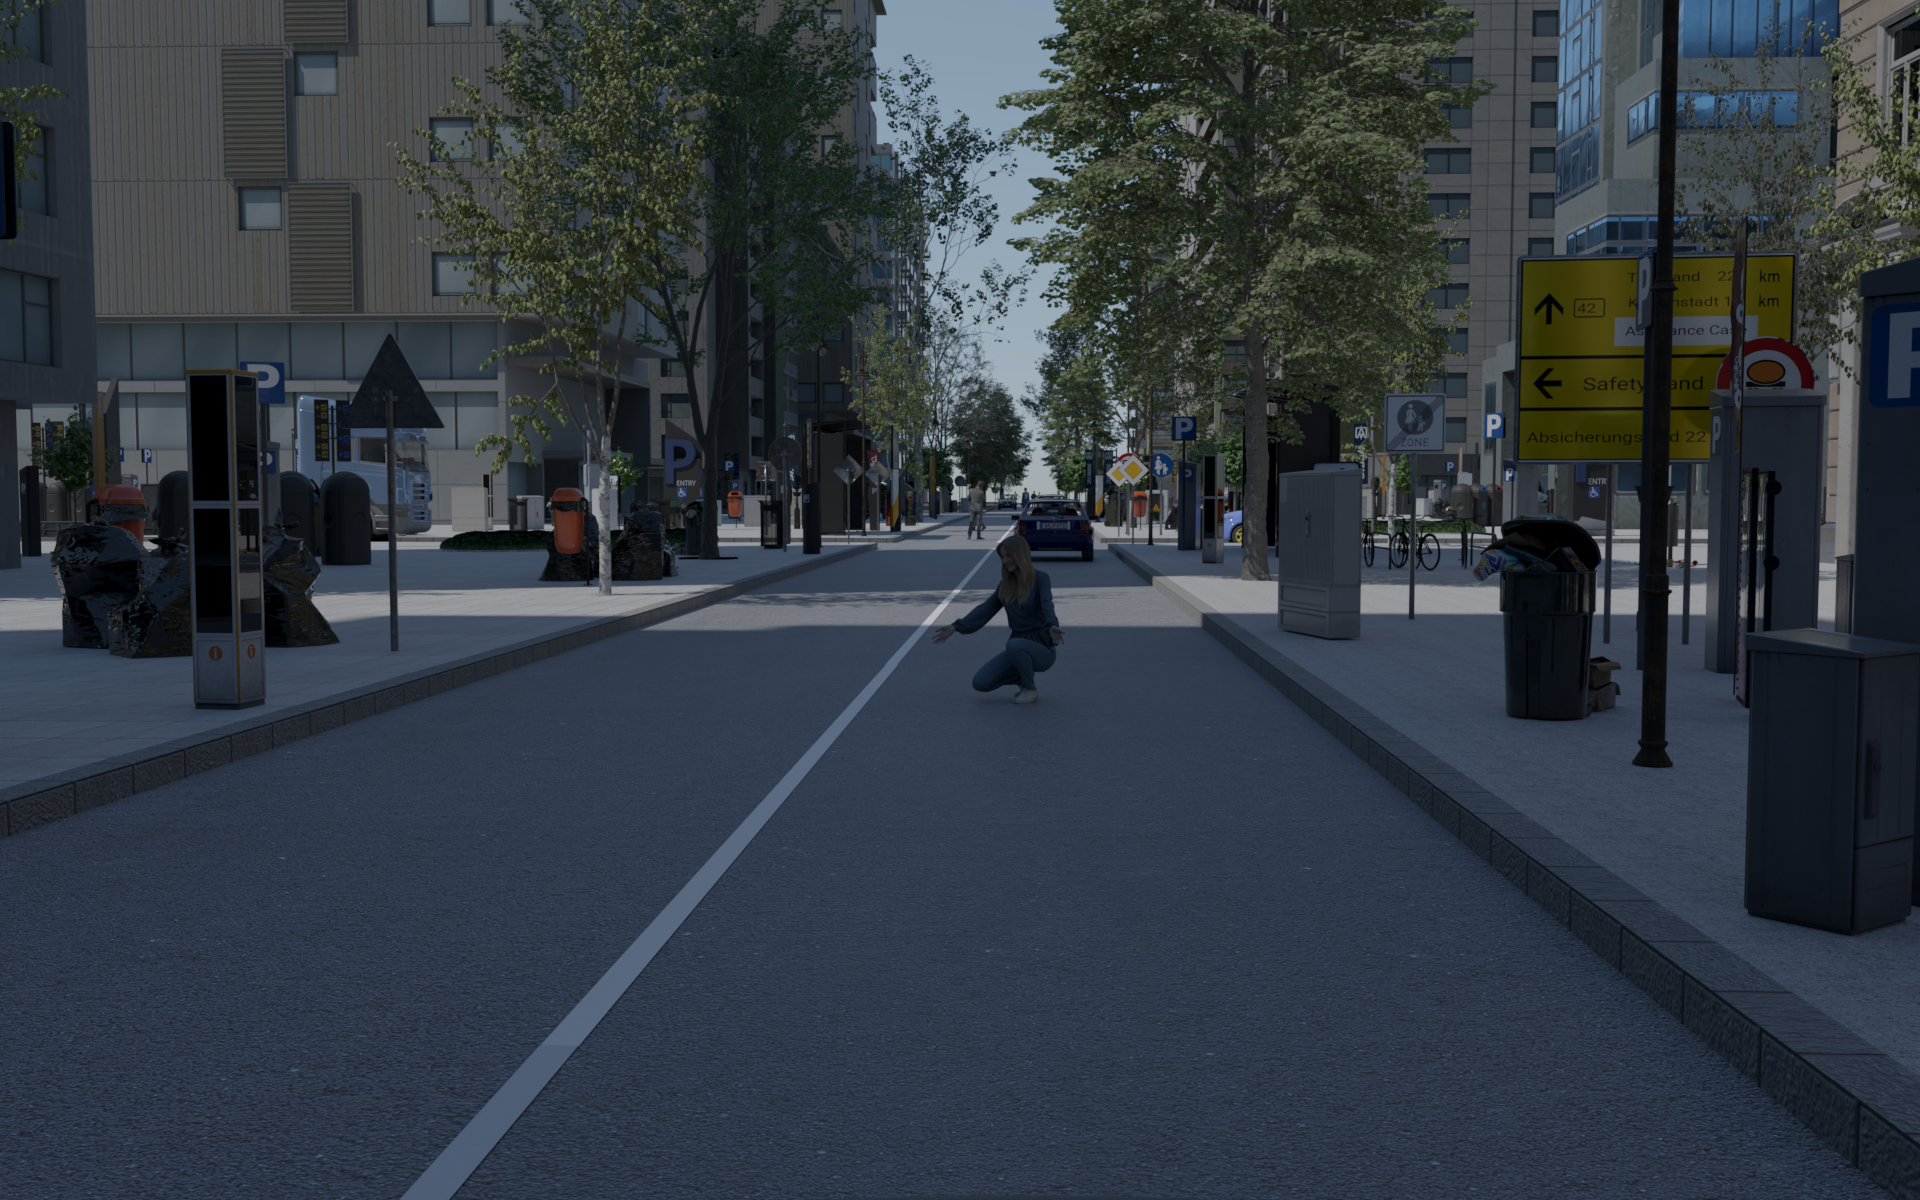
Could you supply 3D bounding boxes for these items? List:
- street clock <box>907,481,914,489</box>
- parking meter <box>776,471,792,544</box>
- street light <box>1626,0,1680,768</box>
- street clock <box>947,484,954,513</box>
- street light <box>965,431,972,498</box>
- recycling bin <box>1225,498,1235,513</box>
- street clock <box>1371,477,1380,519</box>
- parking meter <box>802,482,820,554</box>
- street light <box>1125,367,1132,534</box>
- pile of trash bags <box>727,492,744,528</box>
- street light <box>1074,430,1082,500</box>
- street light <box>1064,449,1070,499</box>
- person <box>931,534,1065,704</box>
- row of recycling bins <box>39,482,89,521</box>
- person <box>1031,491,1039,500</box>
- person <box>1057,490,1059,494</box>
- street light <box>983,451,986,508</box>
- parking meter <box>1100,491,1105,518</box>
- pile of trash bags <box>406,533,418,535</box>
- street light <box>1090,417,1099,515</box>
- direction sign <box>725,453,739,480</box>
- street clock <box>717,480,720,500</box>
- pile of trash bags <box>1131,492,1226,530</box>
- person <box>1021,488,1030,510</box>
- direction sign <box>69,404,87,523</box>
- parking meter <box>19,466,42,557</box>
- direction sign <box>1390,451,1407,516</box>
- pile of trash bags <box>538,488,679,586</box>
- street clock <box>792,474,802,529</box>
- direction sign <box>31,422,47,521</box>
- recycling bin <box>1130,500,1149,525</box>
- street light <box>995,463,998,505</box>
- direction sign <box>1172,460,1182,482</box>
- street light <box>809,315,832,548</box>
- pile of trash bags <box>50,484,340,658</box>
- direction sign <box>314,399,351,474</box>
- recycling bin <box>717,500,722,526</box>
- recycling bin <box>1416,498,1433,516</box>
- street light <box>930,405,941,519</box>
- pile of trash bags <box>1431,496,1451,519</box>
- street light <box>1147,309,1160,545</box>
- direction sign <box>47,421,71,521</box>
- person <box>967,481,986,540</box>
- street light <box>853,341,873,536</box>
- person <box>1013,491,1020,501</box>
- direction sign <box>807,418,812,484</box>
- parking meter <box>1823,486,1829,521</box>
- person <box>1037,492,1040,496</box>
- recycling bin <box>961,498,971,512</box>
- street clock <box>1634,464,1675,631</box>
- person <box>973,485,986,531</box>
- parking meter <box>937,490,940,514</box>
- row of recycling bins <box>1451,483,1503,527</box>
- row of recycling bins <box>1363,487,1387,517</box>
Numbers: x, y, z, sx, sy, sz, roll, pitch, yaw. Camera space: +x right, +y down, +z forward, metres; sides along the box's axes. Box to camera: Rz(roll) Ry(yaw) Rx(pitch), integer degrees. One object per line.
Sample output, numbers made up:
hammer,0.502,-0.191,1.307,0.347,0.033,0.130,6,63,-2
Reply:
street clock,-2.714,-5.585,95.891,0.471,2.002,0.358,1,4,21
parking meter,-4.487,-2.358,44.270,0.399,1.863,0.255,0,4,-7
street light,3.277,-2.155,8.017,0.468,5.910,1.993,0,4,3
street clock,-0.641,-7.089,120.481,0.358,2.002,0.471,3,5,45
street light,0.675,-9.551,128.939,0.468,5.910,1.993,0,4,3
recycling bin,17.420,-6.112,112.487,0.722,1.027,0.722,3,5,39
street clock,17.591,-4.210,73.409,0.358,2.002,0.471,2,4,33
parking meter,-3.173,-1.749,36.999,0.372,1.533,0.369,0,3,0
street light,5.373,-5.046,55.296,0.468,5.910,1.993,0,4,3
pile of trash bags,-9.791,-3.358,64.662,3.447,1.369,1.912,0,4,-2
street light,8.908,-9.712,131.584,0.468,5.910,1.993,0,4,3
street light,10.521,-11.867,166.816,0.468,5.910,1.993,0,4,3
person,0.413,0.128,11.913,0.738,1.151,1.012,-3,5,-44
row of recycling bins,-29.649,-3.114,58.029,3.534,1.692,1.069,0,4,6
person,7.679,-10.330,177.929,0.617,1.759,0.750,2,4,34
person,6.772,-6.732,119.567,0.512,1.701,0.522,2,4,24
street light,2.294,-11.712,164.271,0.468,5.910,1.993,0,4,3
parking meter,7.567,-5.157,92.729,0.372,1.533,0.369,0,3,0
pile of trash bags,-18.829,-2.728,54.350,3.447,1.369,1.912,-1,4,-18
street light,7.011,-7.201,90.526,0.468,5.910,1.993,0,4,3
direction sign,-12.632,-6.360,95.987,0.876,3.537,0.379,1,4,18
street clock,-12.285,-5.085,87.715,0.358,2.002,0.471,-1,4,-10
pile of trash bags,7.817,-3.190,61.915,3.447,1.369,1.912,0,4,-3
person,3.907,-5.789,103.175,0.581,1.822,0.654,0,4,3
direction sign,-21.385,-3.077,42.301,0.379,3.537,0.876,-1,4,-19
parking meter,-19.122,-1.829,35.619,0.399,1.863,0.255,3,4,37
direction sign,24.536,-6.417,96.914,0.876,3.537,0.379,0,4,-1
pile of trash bags,-5.370,-0.977,25.719,1.912,1.369,3.447,0,4,4
street clock,-5.962,-3.596,63.372,0.471,2.002,0.358,1,4,16
direction sign,-29.113,-3.858,55.068,0.379,3.537,0.876,1,4,19
recycling bin,7.434,-3.629,71.896,0.722,1.027,0.722,1,4,13
street light,4.669,-14.656,212.407,0.468,5.910,1.993,0,4,3
direction sign,14.516,-7.532,115.152,0.876,3.537,0.379,1,4,21
street light,-3.378,-4.196,41.394,0.468,5.910,1.993,0,4,3
pile of trash bags,-6.938,-0.332,15.187,1.912,1.369,3.447,-3,5,-43
direction sign,-15.068,-3.037,41.658,0.876,3.537,0.379,-3,5,-42
recycling bin,-10.021,-3.489,69.606,0.722,1.027,0.722,-1,4,-23
recycling bin,26.783,-5.348,100.000,0.722,1.027,0.722,-2,4,-31
street light,-1.214,-7.028,87.694,0.468,5.910,1.993,0,4,3
pile of trash bags,25.237,-4.788,88.032,1.912,1.369,3.447,0,4,0
street light,4.778,-4.310,43.254,0.468,5.910,1.993,0,4,3
direction sign,-27.742,-3.785,53.875,0.876,3.537,0.379,0,3,0
person,0.520,-2.836,54.678,0.655,1.846,0.447,1,4,21
street light,-2.916,-4.873,52.466,0.468,5.910,1.993,0,4,3
person,7.006,-12.856,218.787,1.348,1.812,0.705,1,4,19
direction sign,-4.506,-3.666,51.942,0.379,3.537,0.876,-1,4,-13
parking meter,28.632,-2.974,57.032,0.372,1.533,0.369,0,3,0
person,13.053,-16.897,284.900,1.348,1.807,0.705,2,4,34
recycling bin,0.528,-6.683,121.825,0.722,1.027,0.722,3,5,40
street clock,6.469,-0.709,16.158,0.471,2.002,0.358,-2,4,-34
person,0.674,-3.627,67.902,0.767,1.812,0.694,0,4,-6
parking meter,-1.437,-6.146,108.900,0.372,1.533,0.369,0,3,0
row of recycling bins,20.696,-3.746,68.366,3.534,1.692,1.069,-2,4,-33
row of recycling bins,23.036,-5.484,96.775,1.069,1.692,3.534,0,4,2
